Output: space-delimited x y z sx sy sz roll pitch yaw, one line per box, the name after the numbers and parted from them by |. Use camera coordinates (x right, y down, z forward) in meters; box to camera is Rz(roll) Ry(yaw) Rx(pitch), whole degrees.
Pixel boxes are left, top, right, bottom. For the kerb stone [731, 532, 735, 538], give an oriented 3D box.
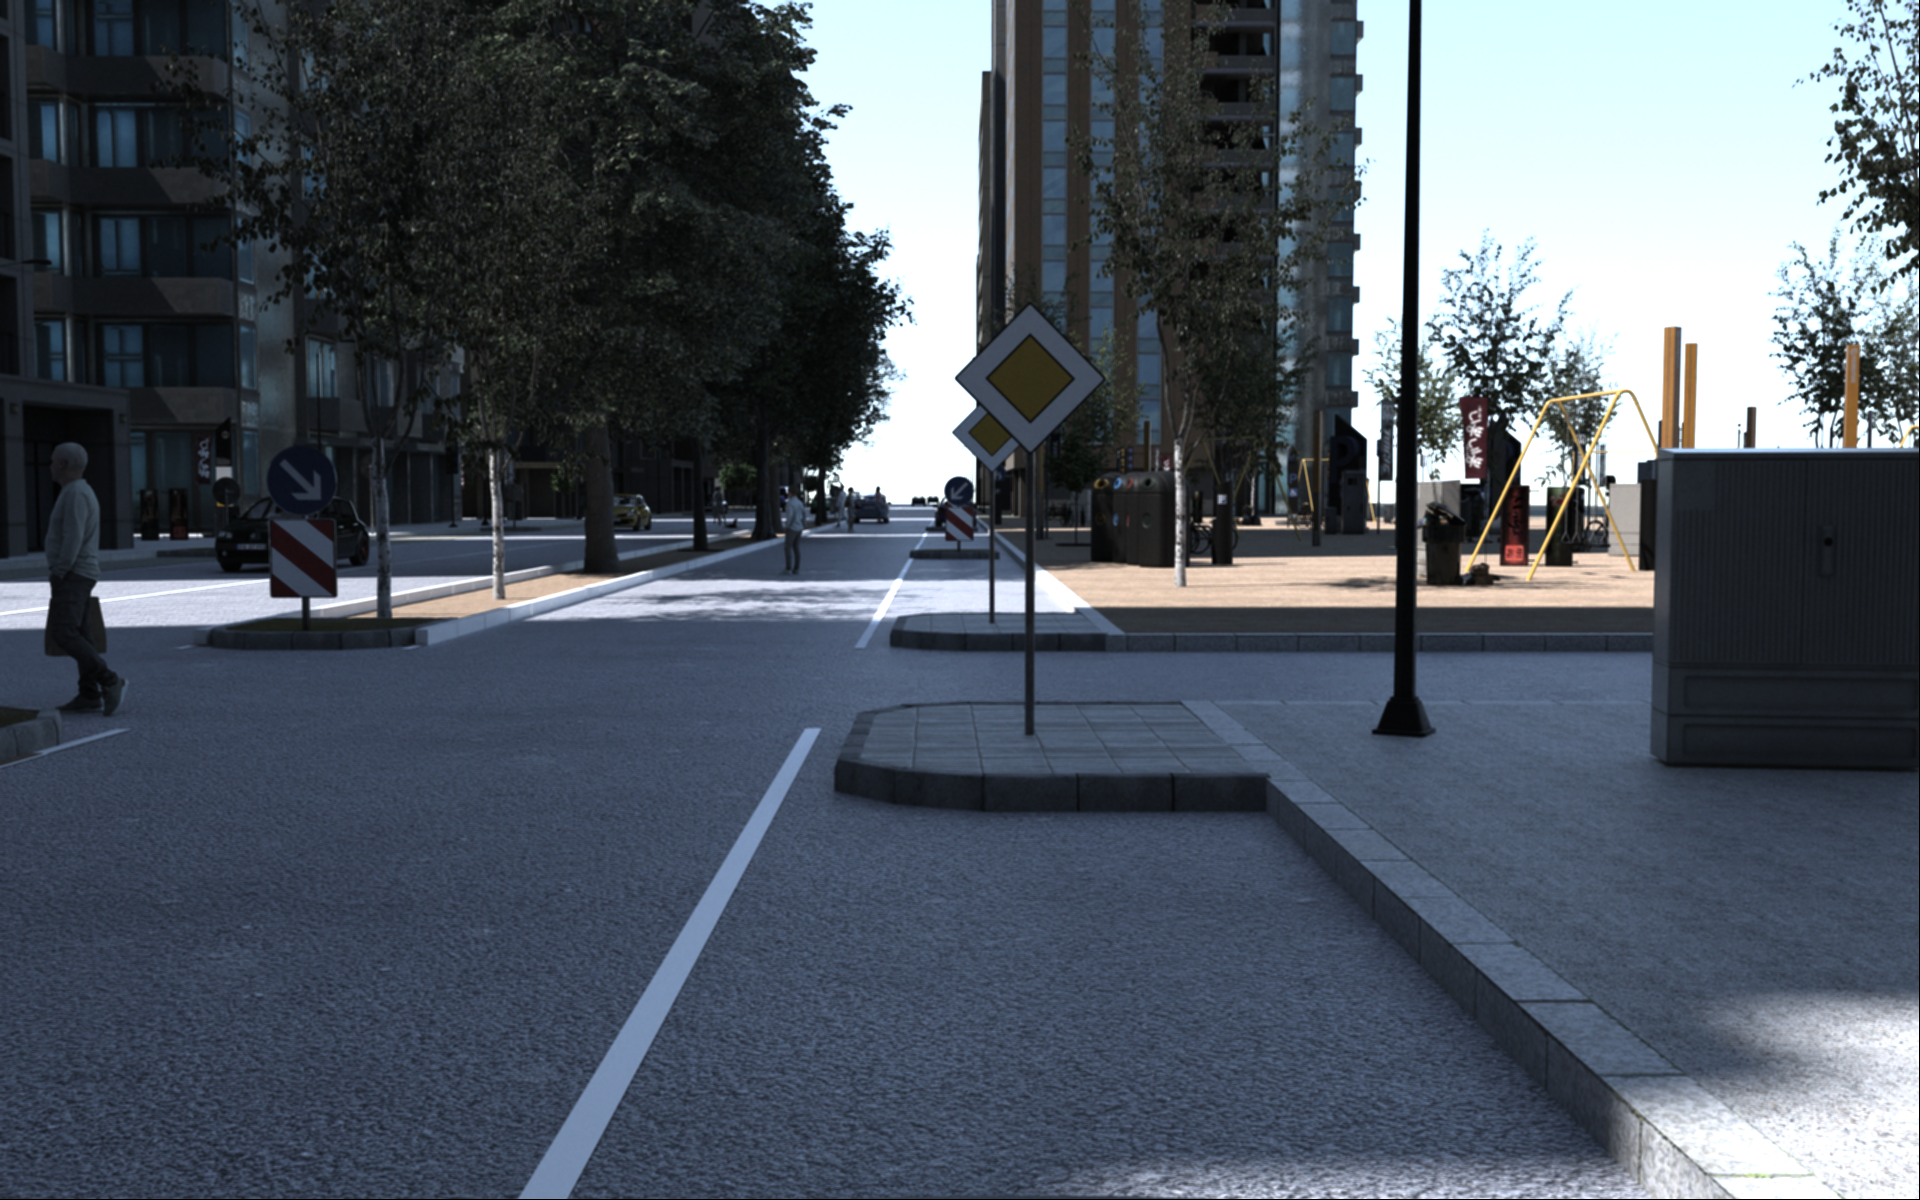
-7.460 -2.058 55.844 0.120 0.150 1.000 0 4 0 | kerb stone

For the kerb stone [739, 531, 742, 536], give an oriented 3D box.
-7.480 -2.183 57.888 0.120 0.150 1.000 0 4 0 | kerb stone

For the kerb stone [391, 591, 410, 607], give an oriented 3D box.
-7.240 0.014 22.009 0.120 0.150 1.000 0 4 0 | kerb stone

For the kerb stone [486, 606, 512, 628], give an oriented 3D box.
-5.117 0.199 18.936 0.120 0.150 1.000 0 4 0 | kerb stone

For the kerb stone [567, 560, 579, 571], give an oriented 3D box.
-7.313 -0.616 32.264 0.120 0.150 1.000 0 4 0 | kerb stone

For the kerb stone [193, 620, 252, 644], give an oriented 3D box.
-7.200 0.324 16.899 0.120 0.150 1.000 0 4 0 | kerb stone

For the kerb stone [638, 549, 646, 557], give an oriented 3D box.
-7.354 -1.050 39.437 0.120 0.150 1.000 0 4 0 | kerb stone

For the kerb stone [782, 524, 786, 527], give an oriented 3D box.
-7.597 -3.248 75.336 0.120 0.150 1.000 0 4 0 | kerb stone

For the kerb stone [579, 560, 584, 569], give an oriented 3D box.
-7.316 -0.678 33.286 0.120 0.150 1.000 0 4 0 | kerb stone

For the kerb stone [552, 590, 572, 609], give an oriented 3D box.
-5.135 0.012 22.027 0.120 0.150 1.000 0 4 0 | kerb stone

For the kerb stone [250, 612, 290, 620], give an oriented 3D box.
-7.210 0.264 17.921 0.120 0.150 1.000 0 4 0 | kerb stone

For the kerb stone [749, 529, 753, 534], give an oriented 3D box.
-7.501 -2.372 60.974 0.120 0.150 1.000 0 4 0 | kerb stone

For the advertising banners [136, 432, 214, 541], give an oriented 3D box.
-21.809 -3.182 48.216 2.074 3.025 0.090 -3 4 -39 | advertising banners

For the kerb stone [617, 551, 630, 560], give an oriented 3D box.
-7.338 -0.929 37.385 0.120 0.150 1.000 0 4 0 | kerb stone

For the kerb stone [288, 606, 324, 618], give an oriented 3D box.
-7.228 0.199 18.943 0.120 0.150 1.000 0 4 0 | kerb stone

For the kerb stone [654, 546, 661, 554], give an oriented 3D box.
-7.368 -1.179 41.492 0.120 0.150 1.000 0 4 0 | kerb stone

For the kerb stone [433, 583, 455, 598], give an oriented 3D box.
-7.252 -0.114 24.053 0.120 0.150 1.000 0 4 0 | kerb stone

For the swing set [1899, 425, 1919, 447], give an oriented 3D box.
21.614 -2.479 38.152 2.862 2.851 3.119 0 4 4 | swing set

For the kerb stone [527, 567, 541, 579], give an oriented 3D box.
-7.283 -0.426 29.199 0.120 0.150 1.000 0 4 0 | kerb stone

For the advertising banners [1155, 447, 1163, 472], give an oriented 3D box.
7.097 -4.181 64.554 0.090 3.025 2.074 2 4 25 | advertising banners

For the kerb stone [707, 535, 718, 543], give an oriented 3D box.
-7.438 -1.807 51.736 0.120 0.150 1.000 0 4 0 | kerb stone

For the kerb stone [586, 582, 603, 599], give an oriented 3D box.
-5.153 -0.115 24.071 0.120 0.150 1.000 0 4 0 | kerb stone

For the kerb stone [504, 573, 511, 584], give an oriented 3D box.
-7.268 -0.303 27.148 0.120 0.150 1.000 0 4 0 | kerb stone

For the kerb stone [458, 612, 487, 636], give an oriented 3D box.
-5.109 0.262 17.910 0.120 0.150 1.000 0 4 0 | kerb stone

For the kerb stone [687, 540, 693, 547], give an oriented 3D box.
-7.401 -1.494 46.618 0.120 0.150 1.000 0 4 0 | kerb stone

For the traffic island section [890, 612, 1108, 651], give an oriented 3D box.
0.338 0.308 17.237 2.009 0.180 2.903 0 4 0 | traffic island section

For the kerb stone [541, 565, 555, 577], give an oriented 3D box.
-7.284 -0.491 30.221 0.120 0.150 1.000 0 4 0 | kerb stone

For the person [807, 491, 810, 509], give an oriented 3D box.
-14.348 -9.504 164.602 0.721 1.735 1.217 0 4 -2 | person

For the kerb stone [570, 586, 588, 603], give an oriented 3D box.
-5.148 -0.049 23.049 0.120 0.150 1.000 0 4 0 | kerb stone

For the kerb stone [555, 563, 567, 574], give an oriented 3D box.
-7.301 -0.548 31.243 0.120 0.150 1.000 0 4 0 | kerb stone

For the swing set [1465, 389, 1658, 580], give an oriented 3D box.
9.814 -1.798 27.025 2.862 2.851 3.119 0 4 -2 | swing set

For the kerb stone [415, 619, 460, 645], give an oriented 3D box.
-5.100 0.325 16.888 0.120 0.150 1.000 0 4 0 | kerb stone

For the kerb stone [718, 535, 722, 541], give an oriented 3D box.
-7.441 -1.870 52.769 0.120 0.150 1.000 0 4 0 | kerb stone

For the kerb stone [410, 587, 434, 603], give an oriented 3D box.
-7.244 -0.050 23.031 0.120 0.150 1.000 0 4 0 | kerb stone

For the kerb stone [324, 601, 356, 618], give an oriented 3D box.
-7.220 0.137 19.965 0.120 0.150 1.000 0 4 0 | kerb stone

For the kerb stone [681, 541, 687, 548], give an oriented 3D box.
-7.390 -1.430 45.596 0.120 0.150 1.000 0 4 0 | kerb stone

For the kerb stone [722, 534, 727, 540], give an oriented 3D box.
-7.449 -1.932 53.791 0.120 0.150 1.000 0 4 0 | kerb stone

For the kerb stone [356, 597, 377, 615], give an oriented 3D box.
-7.234 0.077 20.988 0.120 0.150 1.000 0 4 0 | kerb stone

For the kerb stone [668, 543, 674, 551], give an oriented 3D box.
-7.386 -1.306 43.543 0.120 0.150 1.000 0 4 0 | kerb stone

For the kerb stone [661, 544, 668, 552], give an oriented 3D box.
-7.371 -1.243 42.521 0.120 0.150 1.000 0 4 0 | kerb stone

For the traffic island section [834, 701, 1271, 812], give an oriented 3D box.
0.392 0.797 9.252 2.009 0.180 2.903 0 4 0 | traffic island section

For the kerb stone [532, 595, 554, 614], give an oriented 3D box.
-5.127 0.074 21.003 0.120 0.150 1.000 0 4 0 | kerb stone

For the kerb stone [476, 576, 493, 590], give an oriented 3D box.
-7.261 -0.238 26.120 0.120 0.150 1.000 0 4 0 | kerb stone

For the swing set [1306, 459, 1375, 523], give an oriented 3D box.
16.584 -4.896 77.662 3.119 2.851 2.862 -1 4 -12 | swing set

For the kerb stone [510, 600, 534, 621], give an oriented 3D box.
-5.124 0.136 19.967 0.120 0.150 1.000 0 4 0 | kerb stone

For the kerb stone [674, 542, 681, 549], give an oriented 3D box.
-7.394 -1.368 44.569 0.120 0.150 1.000 0 4 0 | kerb stone

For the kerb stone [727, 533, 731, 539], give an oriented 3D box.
-7.459 -1.996 54.822 0.120 0.150 1.000 0 4 0 | kerb stone

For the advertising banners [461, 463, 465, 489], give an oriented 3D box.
-26.578 -5.749 90.180 2.074 3.025 0.090 1 4 18 | advertising banners

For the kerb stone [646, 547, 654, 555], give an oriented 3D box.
-7.364 -1.109 40.465 0.120 0.150 1.000 0 4 0 | kerb stone

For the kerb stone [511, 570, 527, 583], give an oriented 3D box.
-7.276 -0.366 28.177 0.120 0.150 1.000 0 4 0 | kerb stone

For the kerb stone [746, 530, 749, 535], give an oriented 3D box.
-7.494 -2.309 59.952 0.120 0.150 1.000 0 4 0 | kerb stone

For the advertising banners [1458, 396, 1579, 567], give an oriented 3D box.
9.914 -2.117 30.802 2.074 3.025 0.090 1 4 19 | advertising banners

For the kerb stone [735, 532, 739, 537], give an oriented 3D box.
-7.474 -2.121 56.866 0.120 0.150 1.000 0 4 0 | kerb stone

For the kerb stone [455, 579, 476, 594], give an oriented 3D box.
-7.253 -0.177 25.088 0.120 0.150 1.000 0 4 0 | kerb stone

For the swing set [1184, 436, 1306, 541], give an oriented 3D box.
7.421 -3.096 48.244 2.862 2.851 3.119 -2 4 -27 | swing set

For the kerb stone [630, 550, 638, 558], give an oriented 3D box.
-7.353 -0.990 38.414 0.120 0.150 1.000 0 4 0 | kerb stone

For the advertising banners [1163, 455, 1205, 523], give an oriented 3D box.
9.862 -4.937 76.913 2.074 3.025 0.090 2 4 27 | advertising banners

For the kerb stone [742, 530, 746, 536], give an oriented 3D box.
-7.485 -2.243 58.924 0.120 0.150 1.000 0 4 0 | kerb stone

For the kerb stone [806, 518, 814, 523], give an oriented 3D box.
-7.679 -4.065 88.657 0.120 0.150 1.000 0 4 0 | kerb stone
